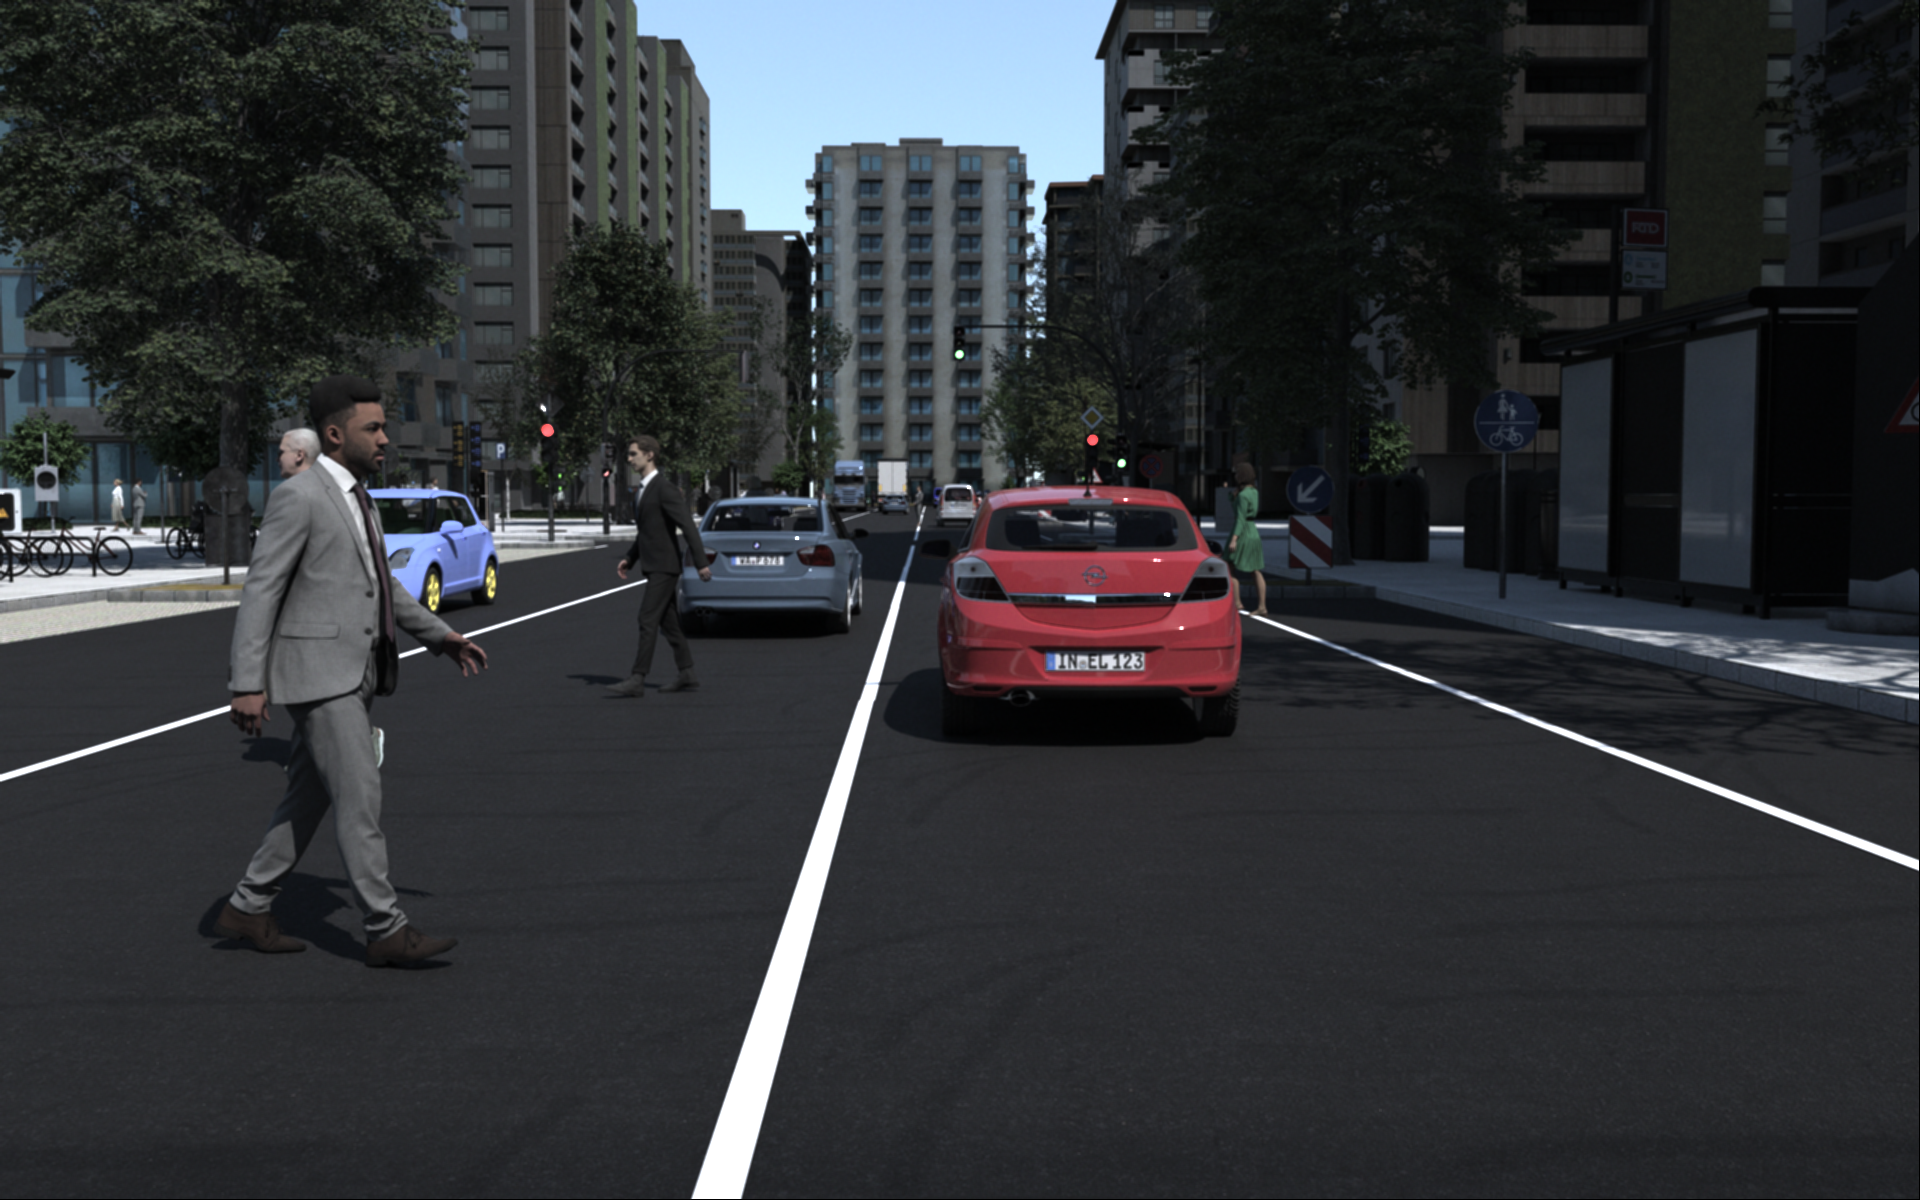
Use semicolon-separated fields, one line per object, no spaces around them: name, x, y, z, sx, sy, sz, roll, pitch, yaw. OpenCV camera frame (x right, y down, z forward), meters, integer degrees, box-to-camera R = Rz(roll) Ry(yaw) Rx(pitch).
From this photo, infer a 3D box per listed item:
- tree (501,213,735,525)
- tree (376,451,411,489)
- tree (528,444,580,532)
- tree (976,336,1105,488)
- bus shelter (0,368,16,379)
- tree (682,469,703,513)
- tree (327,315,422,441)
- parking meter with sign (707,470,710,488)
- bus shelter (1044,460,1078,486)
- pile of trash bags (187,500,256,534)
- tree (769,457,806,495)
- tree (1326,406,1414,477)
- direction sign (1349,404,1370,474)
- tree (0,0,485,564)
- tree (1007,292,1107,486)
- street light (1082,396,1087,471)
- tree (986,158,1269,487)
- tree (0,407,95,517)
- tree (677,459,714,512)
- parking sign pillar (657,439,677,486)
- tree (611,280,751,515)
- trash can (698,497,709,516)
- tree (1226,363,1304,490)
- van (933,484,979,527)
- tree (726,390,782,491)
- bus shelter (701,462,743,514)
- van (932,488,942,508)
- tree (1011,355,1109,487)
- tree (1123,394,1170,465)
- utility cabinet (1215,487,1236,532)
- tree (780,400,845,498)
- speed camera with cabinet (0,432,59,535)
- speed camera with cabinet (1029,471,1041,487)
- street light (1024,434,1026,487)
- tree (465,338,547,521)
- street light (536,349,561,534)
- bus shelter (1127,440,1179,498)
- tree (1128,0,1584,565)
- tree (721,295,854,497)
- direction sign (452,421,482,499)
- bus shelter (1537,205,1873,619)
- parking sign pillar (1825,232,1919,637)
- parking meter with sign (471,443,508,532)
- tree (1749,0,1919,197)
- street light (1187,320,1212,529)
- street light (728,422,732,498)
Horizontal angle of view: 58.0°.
tree;-14.042;-9.415;70.949;9.611;12.733;9.660;0;3;0
tree;-21.850;-4.377;66.161;1.663;3.219;1.824;0;3;0
tree;-13.742;-3.925;58.777;1.663;3.219;1.824;0;3;0
tree;6.057;-11.505;113.857;9.928;11.665;9.643;0;3;0
bus shelter;-13.082;-1.566;19.533;2.014;3.302;5.546;0;4;-1
tree;-18.573;-7.631;119.371;1.663;3.219;1.824;0;3;0
tree;-21.534;-6.850;62.363;4.360;8.622;3.978;0;3;0
parking meter with sign;-17.614;-7.698;122.116;0.543;3.016;1.738;0;4;-6
bus shelter;6.112;-6.868;106.214;2.014;3.302;5.546;0;4;-1
pile of trash bags;-23.456;-2.863;56.556;3.447;1.369;1.912;0;4;2
tree;-15.160;-10.344;152.831;4.285;4.588;4.351;0;3;0
tree;15.273;-4.949;64.625;4.285;4.588;4.351;0;3;0
direction sign;9.899;-3.145;43.418;0.876;3.537;0.379;-2;4;-26
tree;-12.902;-7.566;30.356;9.857;13.997;8.962;0;3;0
tree;6.488;-10.973;97.534;7.486;12.596;7.792;0;3;0
street light;5.752;-6.547;79.824;0.468;5.910;1.993;0;4;-1
tree;6.304;-9.341;63.093;12.009;13.543;11.850;0;3;0
tree;-34.539;-4.994;65.358;4.285;4.588;4.351;0;3;0
tree;-19.448;-8.785;127.353;4.285;4.588;4.351;0;3;0
parking sign pillar;-13.695;-5.575;79.616;1.447;3.967;1.447;0;4;5
tree;-14.823;-10.671;92.598;7.486;12.596;7.792;0;3;0
trash can;-14.868;-5.425;100.345;0.748;1.137;0.748;0;3;0
tree;16.070;-8.724;93.007;4.737;8.622;4.395;0;3;0
van;-0.161;-4.224;76.073;2.013;2.044;4.112;0;4;-2
tree;-14.641;-10.478;121.677;4.360;8.622;3.978;0;3;0
bus shelter;-15.665;-8.262;112.719;2.179;5.291;8.768;0;4;-1
van;-1.717;-10.471;175.586;2.240;2.365;5.245;0;4;0
tree;5.775;-8.377;87.324;4.737;8.622;4.395;0;3;0
tree;13.480;-10.786;126.715;4.360;8.622;3.978;0;3;0
utility cabinet;9.176;-3.029;58.196;1.173;1.500;0.318;0;4;3
tree;-16.091;-16.206;190.730;9.928;11.665;9.643;0;3;0
speed camera with cabinet;-29.776;-3.709;54.982;2.038;3.252;0.660;-2;4;-28
speed camera with cabinet;5.712;-7.681;119.924;2.038;3.252;0.660;3;5;42
street light;4.872;-9.589;129.566;0.468;5.910;1.993;0;4;-1
tree;-21.225;-8.052;82.019;4.360;8.622;3.978;0;3;0
street light;-13.118;-5.049;55.336;0.468;5.910;1.993;0;4;-1
bus shelter;8.772;-5.365;79.008;1.731;3.624;6.357;0;4;-1
tree;6.888;-6.874;30.519;7.486;12.596;7.792;0;3;0
tree;-16.915;-18.956;165.817;12.611;20.169;13.585;0;3;0
direction sign;-15.342;-3.790;53.965;0.876;3.537;0.379;0;4;-2
bus shelter;8.926;-2.703;21.832;2.179;5.291;8.768;0;4;-1
parking sign pillar;8.921;-1.691;16.116;1.447;3.967;1.447;0;4;-7
parking meter with sign;-16.123;-3.802;58.417;0.543;3.016;1.738;3;4;39
tree;7.682;-4.565;9.056;8.767;10.594;7.601;1;4;17
street light;6.382;-4.491;46.220;0.468;5.910;1.993;0;4;-1
street light;-14.042;-8.127;105.670;0.468;5.910;1.993;0;4;-1
